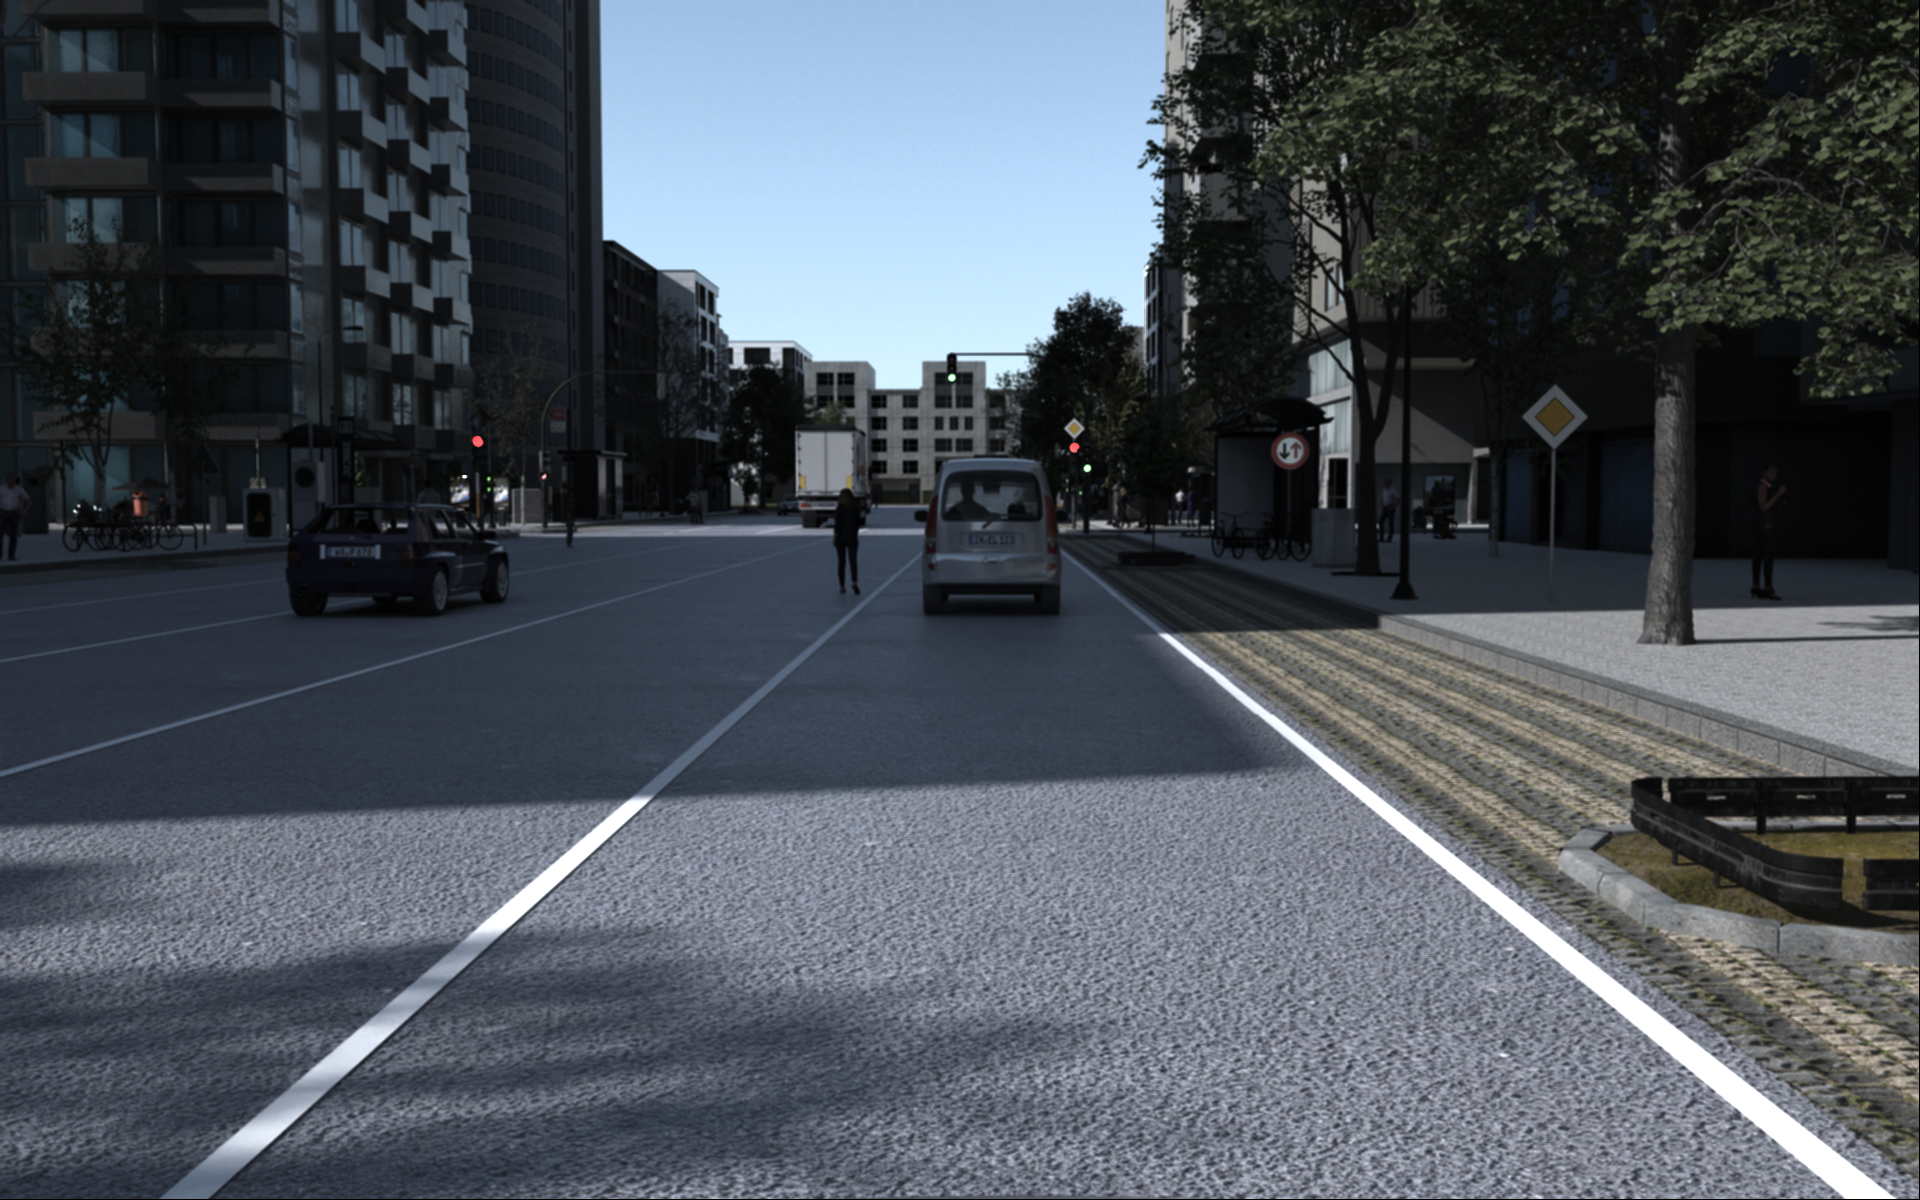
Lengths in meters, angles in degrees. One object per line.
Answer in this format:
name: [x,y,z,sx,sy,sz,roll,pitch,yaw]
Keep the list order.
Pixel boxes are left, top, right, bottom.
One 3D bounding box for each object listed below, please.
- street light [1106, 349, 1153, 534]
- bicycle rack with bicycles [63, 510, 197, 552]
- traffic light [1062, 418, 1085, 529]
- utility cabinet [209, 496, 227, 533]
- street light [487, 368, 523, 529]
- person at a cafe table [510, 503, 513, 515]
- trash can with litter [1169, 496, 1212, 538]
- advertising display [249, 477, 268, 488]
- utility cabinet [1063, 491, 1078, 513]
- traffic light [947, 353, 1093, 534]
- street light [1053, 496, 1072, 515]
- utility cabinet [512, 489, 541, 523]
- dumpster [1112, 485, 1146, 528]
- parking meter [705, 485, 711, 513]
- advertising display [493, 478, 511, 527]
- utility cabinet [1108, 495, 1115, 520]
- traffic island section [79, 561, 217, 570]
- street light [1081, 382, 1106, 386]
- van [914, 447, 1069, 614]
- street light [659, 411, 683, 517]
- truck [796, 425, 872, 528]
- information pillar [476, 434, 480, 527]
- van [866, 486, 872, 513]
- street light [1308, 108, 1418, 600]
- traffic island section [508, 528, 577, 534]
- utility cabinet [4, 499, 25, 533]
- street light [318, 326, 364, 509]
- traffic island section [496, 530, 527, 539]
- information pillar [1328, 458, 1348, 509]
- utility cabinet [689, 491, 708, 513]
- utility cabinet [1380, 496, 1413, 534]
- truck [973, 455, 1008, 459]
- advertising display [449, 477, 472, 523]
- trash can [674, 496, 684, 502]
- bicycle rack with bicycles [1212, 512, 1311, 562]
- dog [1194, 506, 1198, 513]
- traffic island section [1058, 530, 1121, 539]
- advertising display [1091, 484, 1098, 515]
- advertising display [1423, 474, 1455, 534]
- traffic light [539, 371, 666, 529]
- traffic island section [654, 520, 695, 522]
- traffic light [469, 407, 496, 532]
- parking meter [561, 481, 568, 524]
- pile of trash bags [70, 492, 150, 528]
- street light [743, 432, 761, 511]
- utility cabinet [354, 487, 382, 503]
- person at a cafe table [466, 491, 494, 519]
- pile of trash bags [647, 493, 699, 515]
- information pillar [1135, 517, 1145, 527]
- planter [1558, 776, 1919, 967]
street light: [5.529,-5.076,55.528,1.470,5.913,1.316,0,4,1]
bicycle rack with bicycles: [-18.918,-1.587,39.335,2.852,0.926,2.925,2,4,34]
traffic light: [4.191,-4.583,63.858,0.839,4.253,0.868,0,4,1]
utility cabinet: [-24.383,-2.799,56.926,0.306,1.237,1.020,-3,4,-36]
street light: [-16.853,-5.604,64.165,1.470,5.913,1.316,0,4,1]
person at a cafe table: [-27.294,-5.957,108.261,1.726,1.238,1.698,-2,4,-28]
trash can with litter: [7.106,-2.467,51.397,1.678,1.210,2.233,-2,4,-30]
advertising display: [-26.909,-3.749,66.502,0.974,1.923,0.123,2,4,30]
utility cabinet: [7.509,-6.666,117.665,1.173,1.500,0.318,-3,5,-41]
traffic light: [1.963,-4.960,55.768,4.771,5.953,1.251,0,4,1]
street light: [6.362,-8.096,104.916,1.470,5.913,1.316,0,4,1]
utility cabinet: [-18.760,-4.058,75.034,1.173,1.500,0.318,-1,4,-23]
dumpster: [6.443,-3.668,65.729,1.264,1.857,1.865,0,4,1]
parking meter: [-17.023,-6.801,116.911,0.399,1.863,0.255,1,4,18]
advertising display: [-18.173,-3.885,68.727,0.974,1.923,0.123,3,4,37]
utility cabinet: [7.683,-4.591,86.221,0.306,1.237,1.020,1,4,21]
traffic island section: [-15.621,-0.659,33.633,1.991,0.108,1.994,0,4,1]
street light: [5.693,-6.069,71.777,1.470,5.913,1.316,0,4,1]
van: [0.400,-0.917,21.998,2.013,2.044,4.112,0,4,1]
street light: [-16.252,-7.643,97.497,1.470,5.913,1.316,0,4,1]
truck: [-5.500,-5.347,76.329,2.839,4.237,11.283,0,4,0]
information pillar: [-18.634,-4.621,66.909,0.183,3.616,0.504,-1,4,-11]
van: [-7.702,-7.596,128.584,2.240,2.365,5.245,0,4,1]
street light: [4.889,-2.965,21.018,1.470,5.913,1.316,0,4,1]
traffic island section: [-15.427,-2.570,64.307,2.009,0.180,2.903,0,4,1]
utility cabinet: [-31.080,-2.785,56.694,1.020,1.237,0.306,0,4,2]
street light: [-17.165,-4.615,47.991,1.470,5.913,1.316,0,4,1]
traffic island section: [-15.562,-2.082,56.323,2.009,0.180,2.903,0,4,1]
information pillar: [7.739,-1.895,35.476,0.304,2.012,0.304,-1,4,-11]
utility cabinet: [-17.183,-6.436,113.908,1.173,1.500,0.318,-1,4,-15]
utility cabinet: [14.171,-2.760,56.283,1.020,1.237,0.306,1,4,11]
truck: [2.243,-8.554,128.775,2.839,4.237,11.283,0,4,0]
advertising display: [-18.540,-3.614,64.305,0.974,1.923,0.123,2,4,25]
trash can: [-18.414,-6.217,113.302,0.748,1.137,0.748,0,3,0]
bicycle rack with bicycles: [6.441,-1.265,34.064,2.852,0.926,2.925,-1,4,-8]
dog: [14.898,-5.756,110.940,0.540,0.507,0.406,-2,4,-28]
traffic island section: [4.096,-2.062,55.987,2.009,0.180,2.903,0,4,1]
advertising display: [8.499,-6.306,108.311,0.123,1.923,0.974,-3,4,-37]
advertising display: [15.327,-3.070,55.408,0.974,1.923,0.123,1,4,12]
traffic light: [-13.295,-5.474,64.171,4.771,5.953,1.251,0,4,1]
traffic island section: [-14.670,-4.093,89.792,1.991,0.108,1.994,0,4,1]
traffic light: [-15.522,-4.114,56.187,0.839,4.253,0.868,0,4,1]
parking meter: [-17.191,-4.257,75.319,0.255,1.863,0.399,-1,4,-20]
pile of trash bags: [-31.740,-3.385,65.090,3.447,1.369,1.912,2,4,25]
street light: [-15.685,-9.670,130.637,1.470,5.913,1.316,0,4,1]
utility cabinet: [-19.534,-2.952,56.946,1.173,1.500,0.318,2,4,28]
person at a cafe table: [-25.156,-5.011,90.441,1.622,1.524,1.698,0,4,5]
pile of trash bags: [-17.810,-6.012,108.050,3.447,1.369,1.912,0,4,6]
information pillar: [6.966,-3.823,66.993,0.304,2.012,0.304,3,5,43]
planter: [3.255,0.916,6.163,1.991,0.319,1.994,0,4,1]
